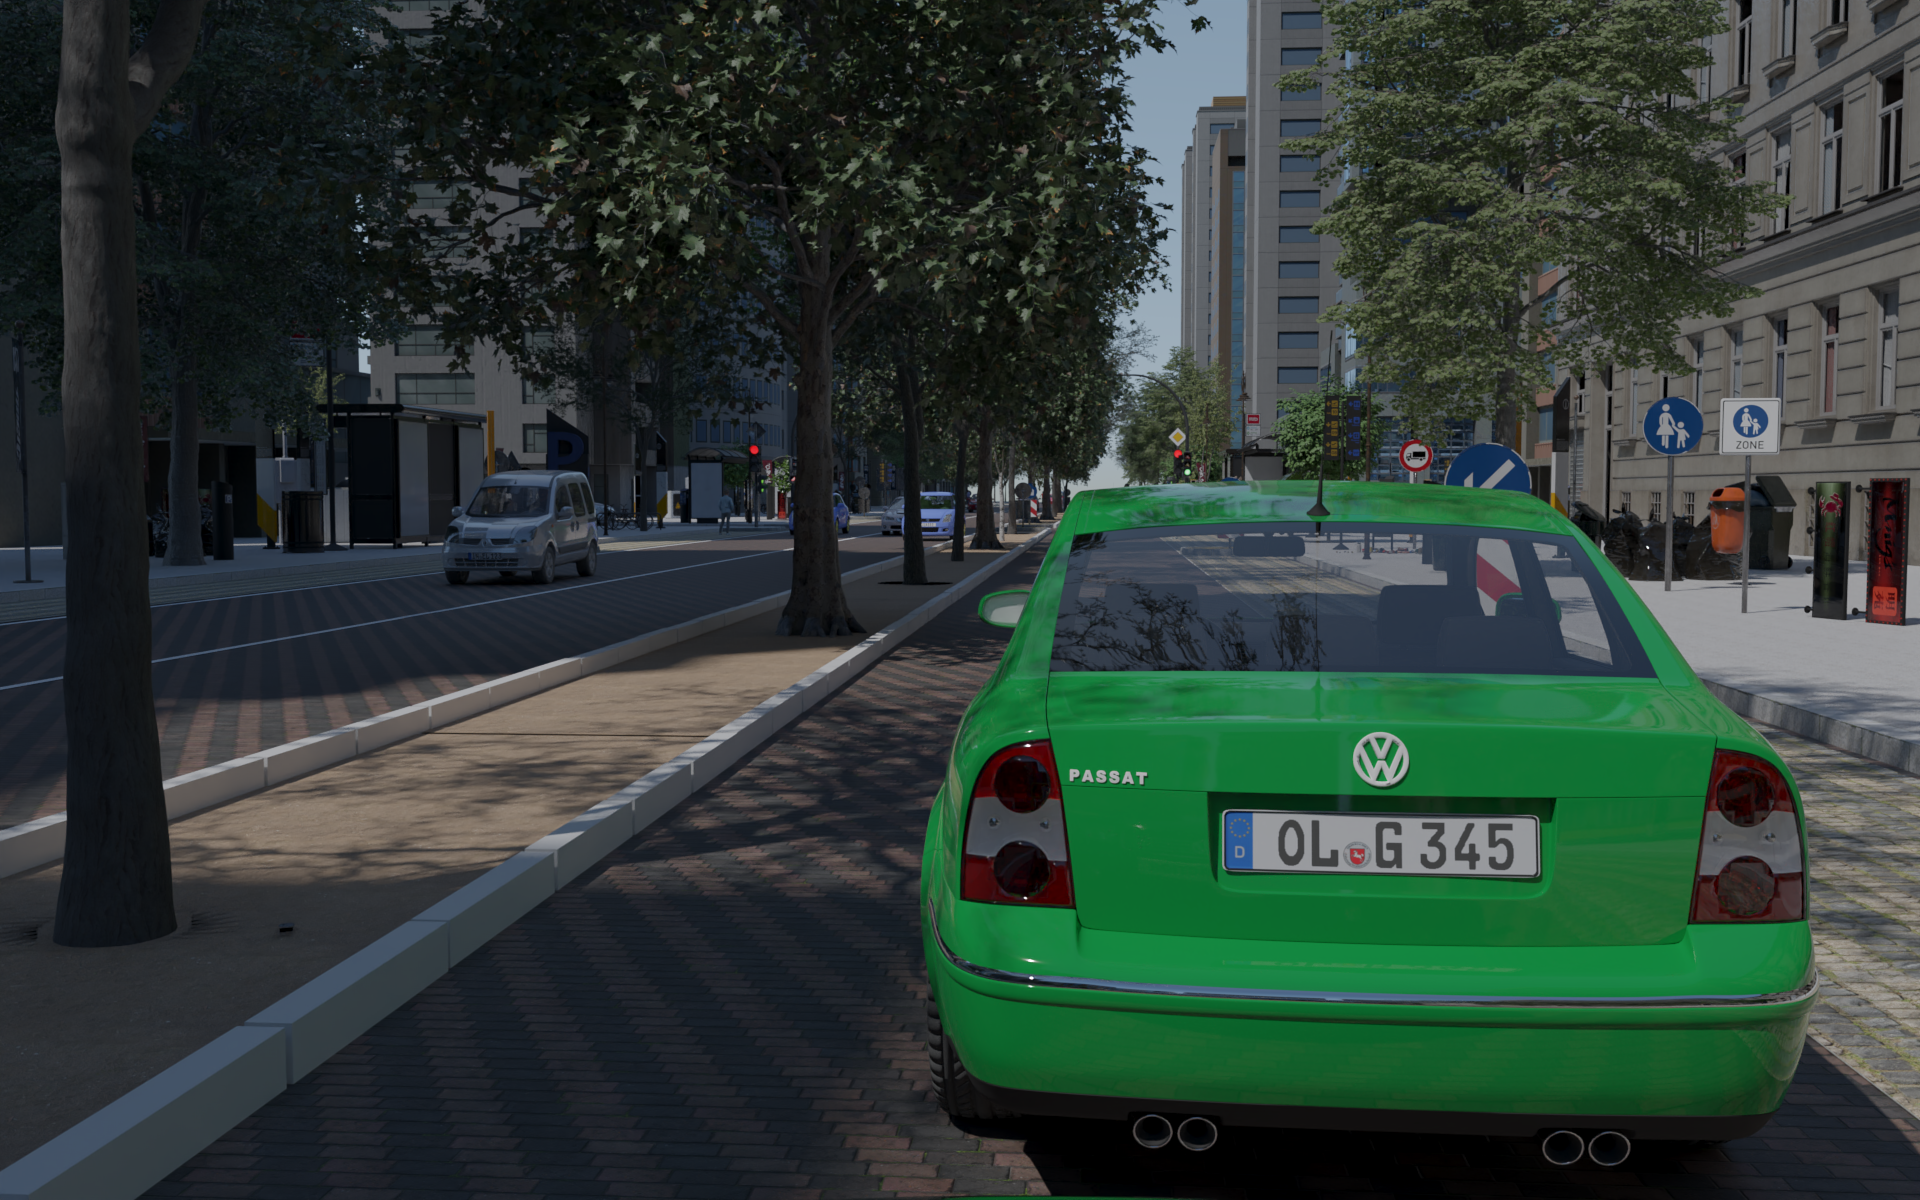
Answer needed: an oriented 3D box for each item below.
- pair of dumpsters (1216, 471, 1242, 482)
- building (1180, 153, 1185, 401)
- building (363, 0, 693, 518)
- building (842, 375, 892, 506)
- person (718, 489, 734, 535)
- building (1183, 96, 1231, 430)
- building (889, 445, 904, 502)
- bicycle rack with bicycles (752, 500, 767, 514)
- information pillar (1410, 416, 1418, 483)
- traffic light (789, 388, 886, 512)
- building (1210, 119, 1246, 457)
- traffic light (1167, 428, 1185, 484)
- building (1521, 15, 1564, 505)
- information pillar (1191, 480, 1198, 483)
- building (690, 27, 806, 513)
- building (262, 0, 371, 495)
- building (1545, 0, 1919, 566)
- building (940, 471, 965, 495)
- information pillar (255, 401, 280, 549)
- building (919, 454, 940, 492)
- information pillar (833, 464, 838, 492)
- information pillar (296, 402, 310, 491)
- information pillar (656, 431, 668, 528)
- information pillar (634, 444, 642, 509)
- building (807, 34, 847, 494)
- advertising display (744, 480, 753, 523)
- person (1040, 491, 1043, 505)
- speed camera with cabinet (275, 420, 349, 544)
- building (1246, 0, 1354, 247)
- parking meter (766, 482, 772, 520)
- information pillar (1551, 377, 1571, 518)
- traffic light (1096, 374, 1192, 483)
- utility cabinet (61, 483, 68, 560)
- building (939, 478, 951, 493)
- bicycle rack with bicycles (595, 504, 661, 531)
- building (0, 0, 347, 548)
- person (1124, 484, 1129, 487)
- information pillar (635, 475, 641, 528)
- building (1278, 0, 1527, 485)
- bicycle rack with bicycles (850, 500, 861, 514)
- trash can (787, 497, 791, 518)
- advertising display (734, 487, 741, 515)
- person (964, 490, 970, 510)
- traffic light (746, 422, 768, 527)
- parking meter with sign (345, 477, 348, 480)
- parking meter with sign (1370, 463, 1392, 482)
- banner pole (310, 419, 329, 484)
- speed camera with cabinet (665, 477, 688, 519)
[{"bbox_3d":[11.859,-4.503,76.115,1.574,2.255,4.437,0,4,5],"label":"pair of dumpsters"},{"bbox_3d":[47.624,-45.798,290.801,21.231,58.520,28.212,0,4,5],"label":"building"},{"bbox_3d":[-23.445,-19.851,96.271,14.160,30.474,14.107,0,4,5],"label":"building"},{"bbox_3d":[-22.642,-20.507,180.331,27.650,21.520,28.899,0,4,5],"label":"building"},{"bbox_3d":[-8.129,-3.052,60.216,0.589,1.601,0.330,1,4,19],"label":"person"},{"bbox_3d":[45.659,-44.080,262.707,21.231,58.520,28.212,0,4,5],"label":"building"},{"bbox_3d":[-13.983,-31.622,200.608,14.154,41.232,14.086,0,4,5],"label":"building"},{"bbox_3d":[-12.102,-6.065,112.543,2.925,0.926,2.852,1,4,16],"label":"bicycle rack with bicycles"},{"bbox_3d":[11.901,-3.308,45.439,0.183,3.616,0.504,2,4,28],"label":"information pillar"},{"bbox_3d":[-5.106,-6.115,74.648,4.771,5.953,1.251,0,4,5],"label":"traffic light"},{"bbox_3d":[37.451,-34.077,207.271,14.600,45.320,14.200,0,4,5],"label":"building"},{"bbox_3d":[9.209,-5.170,73.454,0.839,4.253,0.868,0,4,5],"label":"traffic light"},{"bbox_3d":[42.959,-26.561,88.897,28.867,44.769,22.147,0,4,5],"label":"building"},{"bbox_3d":[12.004,-5.151,88.703,0.304,2.012,0.304,2,4,29],"label":"information pillar"},{"bbox_3d":[-23.741,-35.636,124.643,21.231,58.520,28.212,0,4,5],"label":"building"},{"bbox_3d":[-50.435,-31.114,97.952,27.495,52.752,28.713,0,4,5],"label":"building"},{"bbox_3d":[25.167,-12.669,40.416,16.112,22.955,30.059,0,4,5],"label":"building"},{"bbox_3d":[-13.315,-27.356,292.315,27.650,21.520,28.899,0,4,5],"label":"building"},{"bbox_3d":[-16.119,-2.991,40.257,0.504,3.616,0.183,1,4,17],"label":"information pillar"},{"bbox_3d":[-10.602,-29.232,249.642,14.160,30.474,14.107,0,4,5],"label":"building"},{"bbox_3d":[-9.735,-8.766,134.675,0.504,3.616,0.183,0,4,-7],"label":"information pillar"},{"bbox_3d":[-15.346,-3.004,40.475,0.183,3.616,0.504,0,4,6],"label":"information pillar"},{"bbox_3d":[-11.123,-4.480,64.596,0.504,3.616,0.183,2,4,32],"label":"information pillar"},{"bbox_3d":[-14.986,-5.460,80.631,0.183,3.616,0.504,2,4,32],"label":"information pillar"},{"bbox_3d":[-18.287,-31.043,157.665,14.600,45.320,14.200,0,4,5],"label":"building"},{"bbox_3d":[-9.526,-4.466,78.235,0.123,1.923,0.974,1,4,9],"label":"advertising display"},{"bbox_3d":[11.391,-14.005,237.420,1.348,1.831,0.705,3,5,44],"label":"person"},{"bbox_3d":[-16.864,-3.094,44.920,2.038,3.252,0.660,-3,5,-42],"label":"speed camera with cabinet"},{"bbox_3d":[37.210,-37.883,161.384,21.231,58.520,28.212,0,4,5],"label":"building"},{"bbox_3d":[-9.494,-4.927,86.263,0.255,1.863,0.399,-1,4,-13],"label":"parking meter"},{"bbox_3d":[11.956,-2.637,34.475,0.504,3.616,0.183,-3,4,-39],"label":"information pillar"},{"bbox_3d":[6.461,-5.557,65.526,4.771,5.953,1.251,0,4,5],"label":"traffic light"},{"bbox_3d":[-17.174,-1.545,33.942,0.318,1.500,1.173,0,4,-4],"label":"utility cabinet"},{"bbox_3d":[-11.972,-50.621,265.896,20.563,71.187,20.611,0,4,5],"label":"building"},{"bbox_3d":[-12.040,-2.966,61.880,2.925,0.926,2.852,-2,4,-29],"label":"bicycle rack with bicycles"},{"bbox_3d":[-34.093,-24.019,47.338,28.867,44.769,22.147,0,4,5],"label":"building"},{"bbox_3d":[5.976,-3.259,61.967,0.419,1.800,0.721,1,4,12],"label":"person"},{"bbox_3d":[-12.131,-3.746,65.736,0.304,2.012,0.304,1,4,22],"label":"information pillar"},{"bbox_3d":[36.840,-49.894,128.431,22.319,86.520,31.000,0,4,5],"label":"building"},{"bbox_3d":[-7.223,-5.931,110.353,2.852,0.926,2.925,1,4,10],"label":"bicycle rack with bicycles"},{"bbox_3d":[-8.728,-4.822,90.497,0.748,1.137,0.748,0,3,0],"label":"trash can"},{"bbox_3d":[-13.554,-6.131,105.454,0.123,1.923,0.974,1,4,12],"label":"advertising display"},{"bbox_3d":[0.633,-9.184,158.522,0.599,1.838,0.709,1,4,20],"label":"person"},{"bbox_3d":[-7.854,-4.765,66.826,0.839,4.253,0.868,0,4,5],"label":"traffic light"},{"bbox_3d":[-27.824,-5.090,79.485,1.738,3.016,0.543,3,5,42],"label":"parking meter with sign"},{"bbox_3d":[23.191,-6.143,96.698,1.738,3.016,0.543,1,4,17],"label":"parking meter with sign"},{"bbox_3d":[-18.541,-3.702,50.538,0.863,3.779,0.401,-3,4,-38],"label":"banner pole"},{"bbox_3d":[-14.620,-5.942,91.488,0.660,3.252,2.038,3,5,44],"label":"speed camera with cabinet"}]
